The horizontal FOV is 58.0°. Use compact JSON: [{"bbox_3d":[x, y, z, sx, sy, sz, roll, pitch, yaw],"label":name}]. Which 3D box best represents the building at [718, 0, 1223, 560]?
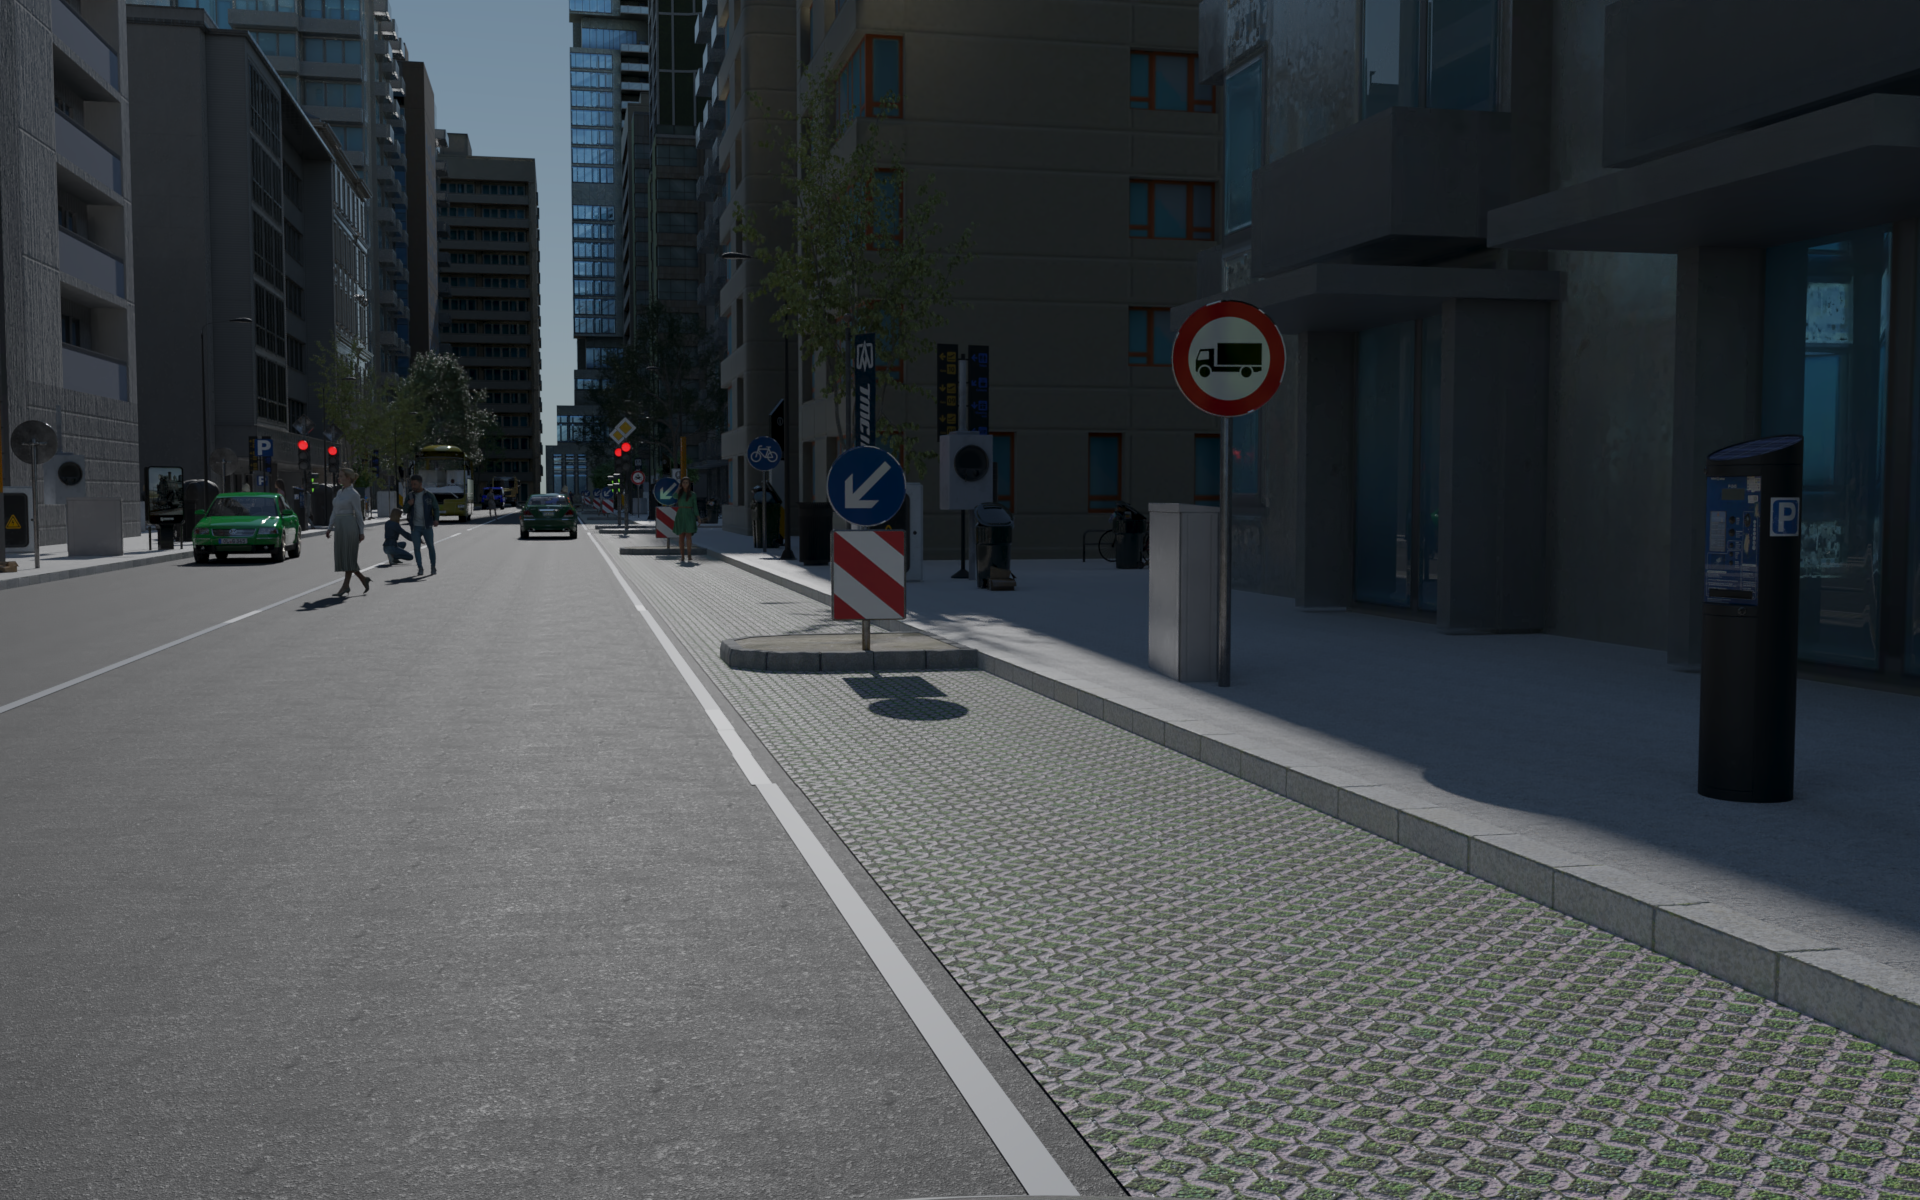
[{"bbox_3d":[8.288,-12.518,49.709,27.650,21.520,28.899,-1,4,-13],"label":"building"}]

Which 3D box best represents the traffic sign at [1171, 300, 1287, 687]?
[{"bbox_3d":[1.763,-0.695,11.467,0.768,2.556,0.104,0,4,-4],"label":"traffic sign"}]

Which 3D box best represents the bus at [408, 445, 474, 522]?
[{"bbox_3d":[-26.999,-6.071,90.811,2.896,3.916,12.252,-1,4,-14],"label":"bus"}]

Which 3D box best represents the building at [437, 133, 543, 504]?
[{"bbox_3d":[-68.042,-37.397,235.144,21.600,48.544,21.300,-1,4,-13],"label":"building"}]

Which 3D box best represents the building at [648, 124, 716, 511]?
[{"bbox_3d":[-17.689,-22.517,139.847,14.160,30.474,14.107,-1,4,-13],"label":"building"}]

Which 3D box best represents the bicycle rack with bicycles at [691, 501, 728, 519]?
[{"bbox_3d":[-13.058,-4.660,89.580,2.925,0.926,2.852,2,4,35],"label":"bicycle rack with bicycles"}]

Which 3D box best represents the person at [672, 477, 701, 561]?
[{"bbox_3d":[-5.833,-1.720,36.873,0.600,1.795,0.529,-1,4,-16],"label":"person"}]

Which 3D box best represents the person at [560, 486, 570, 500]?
[{"bbox_3d":[-17.719,-4.218,77.650,0.537,1.800,0.526,1,4,12],"label":"person"}]

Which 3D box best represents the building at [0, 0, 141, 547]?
[{"bbox_3d":[-37.499,-30.661,43.299,28.212,58.520,21.231,-1,4,-13],"label":"building"}]

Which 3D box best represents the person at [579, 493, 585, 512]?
[{"bbox_3d":[-29.875,-7.713,137.202,0.503,1.515,0.523,2,4,32],"label":"person"}]

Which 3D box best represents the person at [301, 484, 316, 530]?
[{"bbox_3d":[-25.082,-3.526,66.246,0.767,1.812,0.694,0,4,3],"label":"person"}]

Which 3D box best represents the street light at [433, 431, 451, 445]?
[{"bbox_3d":[-38.072,-9.462,127.252,1.470,5.913,1.316,-1,4,-13],"label":"street light"}]

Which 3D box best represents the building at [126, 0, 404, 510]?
[{"bbox_3d":[-60.788,-32.576,152.221,23.786,49.044,30.456,-1,4,-13],"label":"building"}]

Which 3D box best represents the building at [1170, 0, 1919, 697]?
[{"bbox_3d":[15.698,-23.998,11.982,23.786,49.044,30.456,-1,4,-13],"label":"building"}]

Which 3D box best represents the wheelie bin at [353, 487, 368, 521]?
[{"bbox_3d":[-28.428,-4.515,81.723,0.980,1.594,0.693,-1,4,-15],"label":"wheelie bin"}]

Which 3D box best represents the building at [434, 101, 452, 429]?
[{"bbox_3d":[-73.750,-35.264,196.168,30.456,49.044,23.786,-1,4,-13],"label":"building"}]

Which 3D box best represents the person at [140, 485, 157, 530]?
[{"bbox_3d":[-30.162,-3.452,65.154,1.509,1.804,0.699,0,4,-7],"label":"person"}]

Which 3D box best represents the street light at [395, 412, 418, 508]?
[{"bbox_3d":[-31.449,-7.691,98.292,1.470,5.913,1.316,-1,4,-13],"label":"street light"}]

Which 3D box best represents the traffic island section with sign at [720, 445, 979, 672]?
[{"bbox_3d":[-1.032,-0.382,14.876,1.989,1.847,2.006,-1,4,-13],"label":"traffic island section with sign"}]

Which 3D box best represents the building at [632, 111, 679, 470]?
[{"bbox_3d":[-28.661,-30.955,189.703,14.154,41.232,14.086,-1,4,-13],"label":"building"}]

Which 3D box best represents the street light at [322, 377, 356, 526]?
[{"bbox_3d":[-24.699,-5.895,68.919,1.470,5.913,1.316,-1,4,-13],"label":"street light"}]

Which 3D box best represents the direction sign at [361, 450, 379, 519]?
[{"bbox_3d":[-30.214,-5.920,88.789,0.876,3.537,0.379,0,3,0],"label":"direction sign"}]

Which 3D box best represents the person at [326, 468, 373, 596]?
[{"bbox_3d":[-8.622,-0.965,24.509,0.641,1.798,0.478,-3,5,-44],"label":"person"}]

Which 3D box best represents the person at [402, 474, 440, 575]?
[{"bbox_3d":[-9.537,-1.334,30.659,0.623,1.781,0.721,-1,4,-19],"label":"person"}]

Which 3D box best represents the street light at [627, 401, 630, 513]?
[{"bbox_3d":[-16.026,-6.959,86.326,1.470,5.913,1.316,-1,4,-13],"label":"street light"}]

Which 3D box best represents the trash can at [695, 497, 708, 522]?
[{"bbox_3d":[-12.160,-4.237,80.936,0.748,1.137,0.748,0,3,0],"label":"trash can"}]

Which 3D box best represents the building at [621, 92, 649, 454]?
[{"bbox_3d":[-29.162,-35.715,207.638,21.300,48.544,21.600,-1,4,-13],"label":"building"}]

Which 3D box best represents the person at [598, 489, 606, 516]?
[{"bbox_3d":[-23.311,-6.363,112.763,0.641,1.798,0.478,3,4,36],"label":"person"}]

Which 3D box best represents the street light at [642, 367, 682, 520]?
[{"bbox_3d":[-10.752,-5.558,63.420,1.470,5.913,1.316,-1,4,-13],"label":"street light"}]

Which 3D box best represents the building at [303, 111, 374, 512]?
[{"bbox_3d":[-44.882,-19.121,109.886,12.463,27.353,25.104,-1,4,-13],"label":"building"}]

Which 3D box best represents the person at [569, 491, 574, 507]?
[{"bbox_3d":[-42.192,-10.970,188.303,0.568,1.767,0.683,2,4,27],"label":"person"}]

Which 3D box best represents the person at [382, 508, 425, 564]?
[{"bbox_3d":[-11.590,-1.330,35.741,0.738,1.151,1.012,-3,5,-41],"label":"person"}]

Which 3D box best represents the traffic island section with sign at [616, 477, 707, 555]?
[{"bbox_3d":[-7.106,-1.998,41.292,1.989,1.847,2.006,-1,4,-13],"label":"traffic island section with sign"}]

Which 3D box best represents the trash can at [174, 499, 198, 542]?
[{"bbox_3d":[-20.924,-2.143,46.684,0.748,1.137,0.748,0,3,0],"label":"trash can"}]

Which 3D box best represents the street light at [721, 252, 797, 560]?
[{"bbox_3d":[-3.896,-3.733,33.584,1.470,5.913,1.316,-1,4,-13],"label":"street light"}]

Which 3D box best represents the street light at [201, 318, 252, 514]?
[{"bbox_3d":[-19.361,-4.476,45.719,1.470,5.913,1.316,-1,4,-13],"label":"street light"}]

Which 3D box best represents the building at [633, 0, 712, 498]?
[{"bbox_3d":[-22.118,-44.855,171.636,20.563,71.187,20.611,-1,4,-13],"label":"building"}]

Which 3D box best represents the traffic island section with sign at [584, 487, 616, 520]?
[{"bbox_3d":[-19.455,-5.283,95.005,1.989,1.847,2.006,-1,4,-13],"label":"traffic island section with sign"}]

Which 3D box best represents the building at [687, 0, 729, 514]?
[{"bbox_3d":[-5.145,-30.063,111.143,23.786,49.044,30.456,-1,4,-13],"label":"building"}]

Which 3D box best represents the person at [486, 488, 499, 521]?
[{"bbox_3d":[-25.260,-5.183,93.576,0.599,1.781,0.374,1,4,21],"label":"person"}]

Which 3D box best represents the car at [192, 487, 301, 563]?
[{"bbox_3d":[-15.420,-1.758,37.543,1.959,1.807,4.718,-1,4,-15],"label":"car"}]

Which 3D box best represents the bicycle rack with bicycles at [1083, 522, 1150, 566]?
[{"bbox_3d":[3.746,-1.155,32.260,2.925,0.926,2.852,-2,4,-30],"label":"bicycle rack with bicycles"}]

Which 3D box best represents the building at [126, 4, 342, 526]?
[{"bbox_3d":[-39.120,-16.145,83.042,14.314,24.678,30.058,-1,4,-13],"label":"building"}]

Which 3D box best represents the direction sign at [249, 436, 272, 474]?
[{"bbox_3d":[-27.343,-4.632,67.726,0.876,3.537,0.379,0,4,2],"label":"direction sign"}]

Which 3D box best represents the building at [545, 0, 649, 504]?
[{"bbox_3d":[-41.841,-56.690,239.547,31.000,86.520,22.319,-1,4,-13],"label":"building"}]

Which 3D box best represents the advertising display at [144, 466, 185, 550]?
[{"bbox_3d":[-18.300,-2.119,39.861,0.123,1.923,0.974,2,4,26],"label":"advertising display"}]

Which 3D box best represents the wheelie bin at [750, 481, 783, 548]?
[{"bbox_3d":[-4.612,-2.032,41.137,0.693,1.594,0.980,-1,4,-20],"label":"wheelie bin"}]

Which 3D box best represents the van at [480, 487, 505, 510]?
[{"bbox_3d":[-42.739,-9.431,158.576,2.240,2.365,5.245,-1,4,-13],"label":"van"}]

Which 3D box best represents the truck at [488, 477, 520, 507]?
[{"bbox_3d":[-51.433,-12.229,195.869,3.469,3.379,9.791,-1,4,-13],"label":"truck"}]

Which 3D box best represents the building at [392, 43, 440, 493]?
[{"bbox_3d":[-60.525,-32.119,175.261,14.600,45.320,14.200,-1,4,-13],"label":"building"}]

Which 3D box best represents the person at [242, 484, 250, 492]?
[{"bbox_3d":[-25.672,-3.274,62.213,0.537,1.800,0.526,-1,4,-15],"label":"person"}]

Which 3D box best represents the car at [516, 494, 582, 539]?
[{"bbox_3d":[-13.579,-2.777,57.208,2.131,1.459,4.920,-1,4,-13],"label":"car"}]

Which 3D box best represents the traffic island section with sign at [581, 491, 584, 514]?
[{"bbox_3d":[-25.588,-6.913,121.649,1.989,1.847,2.006,-1,4,-13],"label":"traffic island section with sign"}]

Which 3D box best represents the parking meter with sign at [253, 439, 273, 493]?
[{"bbox_3d":[-22.452,-3.637,55.721,0.543,3.016,1.738,-2,4,-27],"label":"parking meter with sign"}]

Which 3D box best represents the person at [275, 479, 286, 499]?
[{"bbox_3d":[-17.904,-2.262,45.501,0.388,1.821,0.555,-2,4,-33],"label":"person"}]

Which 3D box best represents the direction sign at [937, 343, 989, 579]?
[{"bbox_3d":[0.047,-2.099,26.316,0.876,3.537,0.379,-2,4,-27],"label":"direction sign"}]

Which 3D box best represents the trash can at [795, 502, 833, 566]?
[{"bbox_3d":[-2.590,-1.192,31.149,0.748,1.137,0.748,0,3,0],"label":"trash can"}]
